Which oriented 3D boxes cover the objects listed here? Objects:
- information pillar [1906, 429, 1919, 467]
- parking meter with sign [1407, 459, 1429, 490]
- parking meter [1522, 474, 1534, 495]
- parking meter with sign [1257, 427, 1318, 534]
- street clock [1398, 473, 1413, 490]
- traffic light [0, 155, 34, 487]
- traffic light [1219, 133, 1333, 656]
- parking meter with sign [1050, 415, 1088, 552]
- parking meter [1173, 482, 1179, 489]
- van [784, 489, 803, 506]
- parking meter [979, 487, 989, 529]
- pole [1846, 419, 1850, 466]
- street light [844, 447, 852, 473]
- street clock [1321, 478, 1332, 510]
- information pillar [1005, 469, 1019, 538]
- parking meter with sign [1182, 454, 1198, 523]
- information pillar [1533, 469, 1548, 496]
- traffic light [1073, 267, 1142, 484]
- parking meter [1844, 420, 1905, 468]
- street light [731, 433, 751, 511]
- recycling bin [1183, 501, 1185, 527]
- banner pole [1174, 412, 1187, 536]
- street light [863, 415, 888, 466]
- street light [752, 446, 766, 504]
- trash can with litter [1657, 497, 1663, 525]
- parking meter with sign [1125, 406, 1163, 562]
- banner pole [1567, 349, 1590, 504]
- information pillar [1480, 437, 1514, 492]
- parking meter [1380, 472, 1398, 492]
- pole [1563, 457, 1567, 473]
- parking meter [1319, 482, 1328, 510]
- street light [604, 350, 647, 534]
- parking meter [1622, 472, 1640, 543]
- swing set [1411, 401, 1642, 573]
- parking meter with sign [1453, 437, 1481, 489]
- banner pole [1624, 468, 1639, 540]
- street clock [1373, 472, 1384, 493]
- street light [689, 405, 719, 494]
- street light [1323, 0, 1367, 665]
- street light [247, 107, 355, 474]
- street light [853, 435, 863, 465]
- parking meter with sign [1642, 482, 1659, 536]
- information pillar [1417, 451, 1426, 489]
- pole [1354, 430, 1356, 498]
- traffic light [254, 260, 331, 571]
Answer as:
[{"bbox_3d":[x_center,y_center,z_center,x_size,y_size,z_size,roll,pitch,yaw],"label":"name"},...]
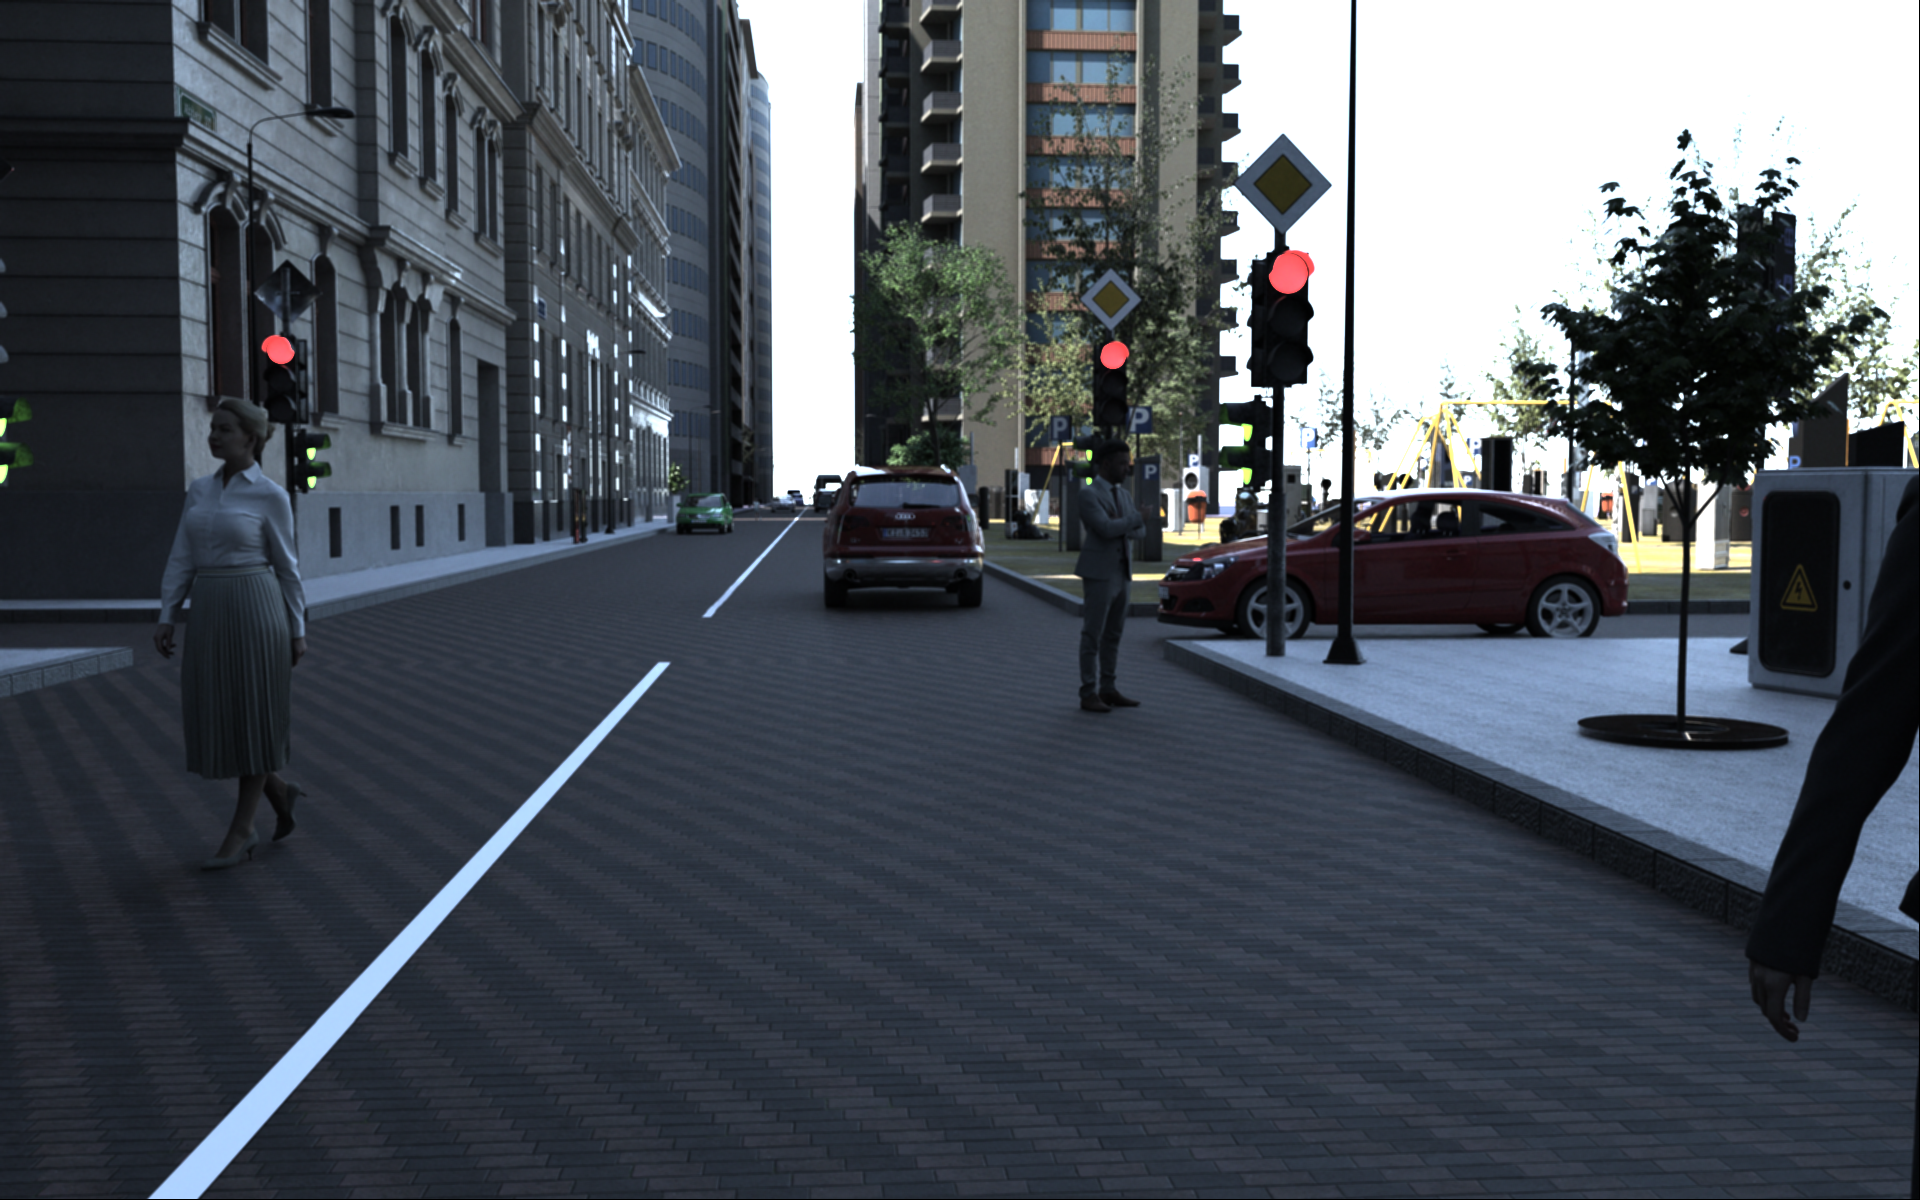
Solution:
[{"bbox_3d":[34.140,-4.324,62.058,0.504,3.616,0.183,0,4,-8],"label":"information pillar"},{"bbox_3d":[22.454,-5.506,86.278,1.738,3.016,0.543,-2,4,-25],"label":"parking meter with sign"},{"bbox_3d":[16.790,-2.784,51.234,0.255,1.863,0.399,2,4,32],"label":"parking meter"},{"bbox_3d":[8.486,-2.983,45.040,1.738,3.016,0.543,-2,4,-35],"label":"parking meter with sign"},{"bbox_3d":[15.161,-3.331,59.026,0.471,2.002,0.358,0,4,-3],"label":"street clock"},{"bbox_3d":[-7.387,-1.463,12.837,0.839,4.253,0.868,0,4,-5],"label":"traffic light"},{"bbox_3d":[2.490,-1.513,13.652,0.839,4.253,0.868,0,4,-5],"label":"traffic light"},{"bbox_3d":[2.783,-2.622,39.133,0.543,3.016,1.738,3,5,41],"label":"parking meter with sign"},{"bbox_3d":[10.220,-4.640,81.569,0.399,1.863,0.255,2,4,25],"label":"parking meter"},{"bbox_3d":[-19.868,-12.396,207.060,2.240,2.365,5.245,0,4,-6],"label":"van"},{"bbox_3d":[0.873,-3.343,63.072,0.372,1.533,0.369,0,3,0],"label":"parking meter"},{"bbox_3d":[23.934,-3.242,46.846,0.158,3.312,0.155,0,3,0],"label":"pole"},{"bbox_3d":[-10.603,-12.249,172.805,1.470,5.913,1.316,0,4,-5],"label":"street light"},{"bbox_3d":[16.790,-4.575,79.371,0.471,2.002,0.358,3,5,44],"label":"street clock"},{"bbox_3d":[1.530,-2.851,51.099,0.304,2.012,0.304,-2,4,-31],"label":"information pillar"},{"bbox_3d":[9.982,-4.894,76.273,0.543,3.016,1.738,-1,4,-12],"label":"parking meter with sign"},{"bbox_3d":[17.257,-2.876,51.517,0.304,2.012,0.304,-3,4,-38],"label":"information pillar"},{"bbox_3d":[1.844,-1.999,21.611,0.839,4.253,0.868,0,4,-5],"label":"traffic light"},{"bbox_3d":[7.274,-0.497,13.832,0.399,1.863,0.255,1,4,13],"label":"parking meter"},{"bbox_3d":[-16.909,-9.766,132.217,1.470,5.913,1.316,0,4,-5],"label":"street light"},{"bbox_3d":[8.156,-3.304,66.581,0.722,1.027,0.722,-3,5,-41],"label":"recycling bin"},{"bbox_3d":[6.739,-3.841,52.813,0.401,3.779,0.863,0,4,4],"label":"banner pole"},{"bbox_3d":[-4.801,-7.904,101.768,1.470,5.913,1.316,0,4,-5],"label":"street light"},{"bbox_3d":[-19.849,-11.941,167.770,1.470,5.913,1.316,0,4,-5],"label":"street light"},{"bbox_3d":[29.307,-3.741,72.548,0.624,1.170,1.055,3,5,43],"label":"trash can with litter"},{"bbox_3d":[3.606,-2.282,33.573,0.543,3.016,1.738,0,4,-5],"label":"parking meter with sign"},{"bbox_3d":[8.523,-2.072,23.894,0.401,3.779,0.863,3,5,42],"label":"banner pole"},{"bbox_3d":[6.903,-1.090,22.314,0.304,2.012,0.304,-1,4,-9],"label":"information pillar"},{"bbox_3d":[11.278,-2.437,45.557,0.255,1.863,0.399,-3,4,-37],"label":"parking meter"},{"bbox_3d":[33.440,-6.235,95.778,0.158,3.312,0.155,0,3,0],"label":"pole"},{"bbox_3d":[18.245,-4.964,86.864,0.399,1.863,0.255,0,4,-4],"label":"parking meter"},{"bbox_3d":[-10.784,-5.095,55.840,1.470,5.913,1.316,0,4,-5],"label":"street light"},{"bbox_3d":[17.670,-2.440,45.605,0.399,1.863,0.255,-1,4,-21],"label":"parking meter"},{"bbox_3d":[9.656,-1.936,29.274,3.119,2.851,2.862,0,4,-3],"label":"swing set"},{"bbox_3d":[15.675,-3.525,53.898,0.543,3.016,1.738,0,4,-6],"label":"parking meter with sign"},{"bbox_3d":[18.869,-3.594,48.779,0.401,3.779,0.863,0,4,-1],"label":"banner pole"},{"bbox_3d":[13.987,-3.260,57.875,0.358,2.002,0.471,3,4,36],"label":"street clock"},{"bbox_3d":[-13.587,-7.231,90.772,1.470,5.913,1.316,0,4,-5],"label":"street light"},{"bbox_3d":[2.391,-2.473,12.973,1.470,5.913,1.316,0,4,-5],"label":"street light"},{"bbox_3d":[-7.959,-2.958,20.910,1.470,5.913,1.316,0,4,-5],"label":"street light"},{"bbox_3d":[-7.606,-10.071,137.209,1.470,5.913,1.316,0,4,-5],"label":"street light"},{"bbox_3d":[21.179,-3.479,53.148,0.543,3.016,1.738,1,4,22],"label":"parking meter with sign"},{"bbox_3d":[25.295,-6.342,95.038,0.504,3.616,0.183,0,4,5],"label":"information pillar"},{"bbox_3d":[12.576,-3.772,55.523,0.158,3.312,0.155,0,3,0],"label":"pole"},{"bbox_3d":[-8.033,-1.950,20.796,0.839,4.253,0.868,0,4,-5],"label":"traffic light"}]
